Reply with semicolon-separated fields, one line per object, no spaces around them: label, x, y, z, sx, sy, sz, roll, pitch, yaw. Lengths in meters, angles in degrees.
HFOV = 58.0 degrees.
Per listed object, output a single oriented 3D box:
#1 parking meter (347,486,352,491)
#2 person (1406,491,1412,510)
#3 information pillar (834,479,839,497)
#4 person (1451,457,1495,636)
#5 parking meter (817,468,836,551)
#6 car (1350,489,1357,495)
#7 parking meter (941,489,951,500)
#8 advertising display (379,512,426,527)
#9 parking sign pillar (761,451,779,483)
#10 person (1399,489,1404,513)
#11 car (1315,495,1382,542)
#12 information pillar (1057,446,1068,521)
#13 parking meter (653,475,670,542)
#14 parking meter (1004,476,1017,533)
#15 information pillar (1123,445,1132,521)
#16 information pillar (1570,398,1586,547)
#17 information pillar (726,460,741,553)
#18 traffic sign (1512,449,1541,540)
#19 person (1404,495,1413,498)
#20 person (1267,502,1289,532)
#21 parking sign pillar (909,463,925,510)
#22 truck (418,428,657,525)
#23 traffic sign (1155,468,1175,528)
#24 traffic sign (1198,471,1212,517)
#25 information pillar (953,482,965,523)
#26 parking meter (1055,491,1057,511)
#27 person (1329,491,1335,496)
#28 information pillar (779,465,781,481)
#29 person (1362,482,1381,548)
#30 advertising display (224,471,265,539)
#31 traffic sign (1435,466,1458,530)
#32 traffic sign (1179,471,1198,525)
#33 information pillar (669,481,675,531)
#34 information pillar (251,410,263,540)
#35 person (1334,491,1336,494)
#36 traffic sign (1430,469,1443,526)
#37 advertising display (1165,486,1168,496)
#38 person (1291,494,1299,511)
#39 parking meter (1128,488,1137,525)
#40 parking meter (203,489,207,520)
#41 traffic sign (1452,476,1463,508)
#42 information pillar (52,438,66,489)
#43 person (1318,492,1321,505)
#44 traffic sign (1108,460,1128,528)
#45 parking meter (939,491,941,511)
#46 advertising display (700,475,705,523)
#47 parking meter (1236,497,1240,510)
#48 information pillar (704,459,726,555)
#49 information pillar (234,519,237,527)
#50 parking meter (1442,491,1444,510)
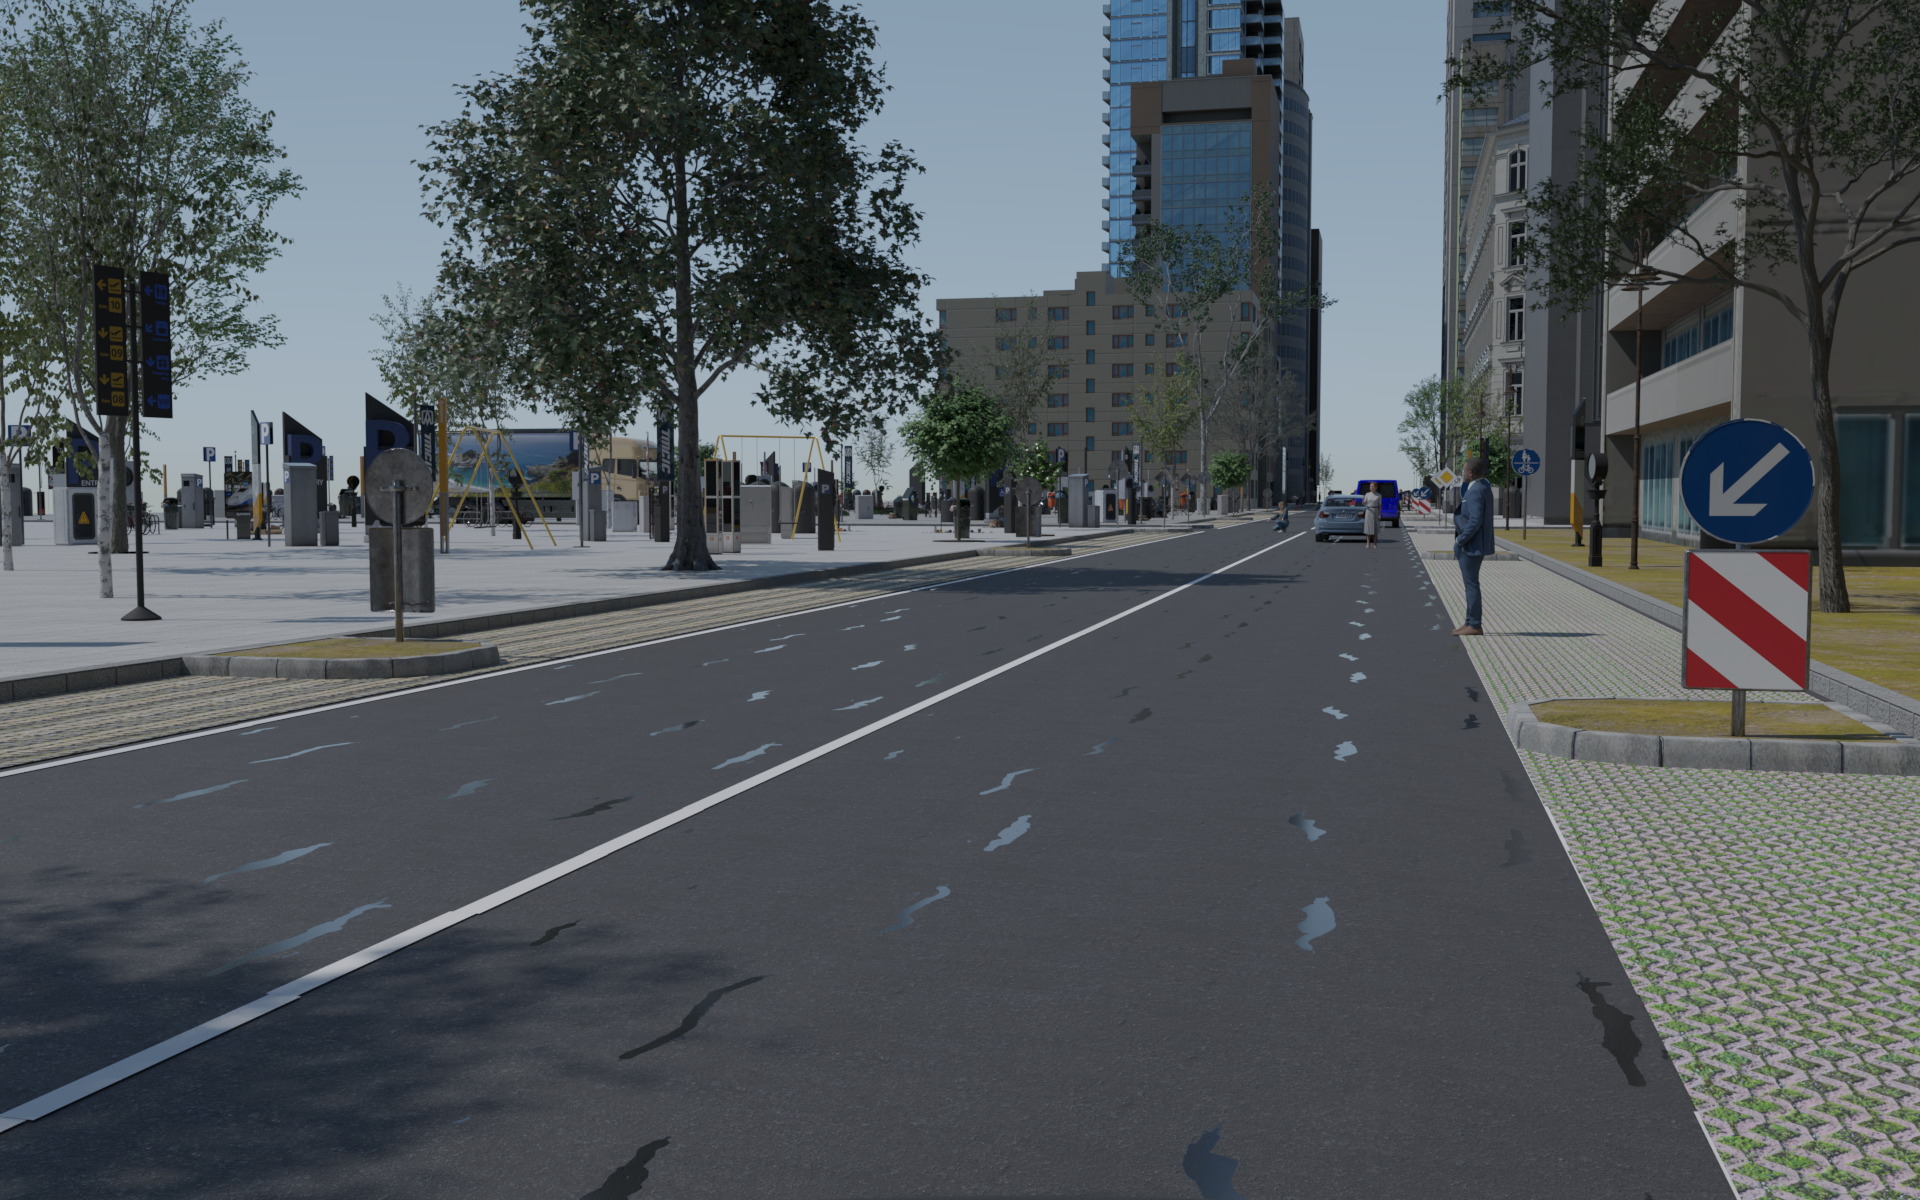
parking meter;-43.080;-7.131;122.309;0.255;1.863;0.399;-2;4;-33
person;40.670;-9.014;156.603;0.721;1.735;1.217;3;5;41
information pillar;-6.093;-4.879;84.267;0.304;2.012;0.304;1;4;19
person;5.186;-0.539;17.494;0.419;1.800;0.721;1;4;19
parking meter;-3.015;-2.049;39.215;0.399;1.863;0.255;0;4;4
car;28.402;-6.888;121.294;2.281;1.827;5.304;1;4;16
parking meter;-0.617;-4.847;87.658;0.372;1.533;0.369;0;3;0
advertising display;-12.130;-1.985;37.665;0.974;1.923;0.123;-1;4;-20
parking sign pillar;-11.999;-7.385;109.218;1.447;3.967;1.447;3;5;44
person;30.800;-6.868;121.024;0.641;1.798;0.478;-1;4;-22
car;11.808;-2.495;52.801;2.014;1.417;4.499;1;4;16
information pillar;4.962;-5.644;83.628;0.504;3.616;0.183;0;4;7
parking meter;-7.953;-2.473;46.144;0.255;1.863;0.399;3;4;38
parking meter;1.653;-3.111;56.579;0.255;1.863;0.399;-3;5;-43
information pillar;8.084;-5.626;83.332;0.183;3.616;0.504;-2;4;-32
information pillar;15.055;-3.109;42.181;0.504;3.616;0.183;-3;5;-42
information pillar;-4.954;-2.020;37.521;0.304;2.012;0.304;2;4;28
traffic sign;15.855;-2.964;48.560;0.768;2.556;0.104;1;4;18
person;52.897;-11.980;204.389;1.348;1.823;0.705;3;5;41
person;11.971;-3.099;64.660;0.738;1.151;1.012;-1;4;-11
parking sign pillar;-3.212;-8.671;130.241;1.447;3.967;1.447;3;5;41
truck;-17.816;-5.270;75.084;11.283;4.237;2.839;1;4;14
traffic sign;7.699;-3.760;65.115;0.795;2.450;0.064;1;4;14
traffic sign;13.466;-5.829;95.404;0.768;2.556;0.104;1;4;20
information pillar;-0.053;-5.155;75.631;0.504;3.616;0.183;0;4;-7
parking meter;7.593;-7.759;135.278;0.372;1.533;0.369;0;3;0
person;32.468;-8.652;150.890;0.756;1.711;0.436;-1;4;-13
information pillar;-14.668;-9.085;139.894;0.504;3.616;0.183;1;4;20
person;10.900;-2.250;45.865;0.480;1.755;0.524;1;4;17
advertising display;-20.384;-2.693;49.246;0.974;1.923;0.123;-1;4;-19
traffic sign;17.591;-3.609;62.652;0.795;2.450;0.064;1;4;14
traffic sign;9.620;-4.234;72.867;0.795;2.450;0.064;1;4;14
information pillar;-10.247;-3.453;60.944;0.304;2.012;0.304;1;4;19
information pillar;-19.534;-3.470;48.090;0.183;3.616;0.504;-3;5;-41
person;49.378;-13.462;228.545;1.348;1.831;0.705;3;5;40
traffic sign;19.511;-4.083;70.404;0.795;2.450;0.064;1;4;14
advertising display;16.918;-8.364;141.963;0.123;1.923;0.974;1;4;19
person;28.935;-8.438;149.657;0.628;1.438;0.799;3;5;43
parking meter;7.224;-3.931;72.682;0.372;1.533;0.369;0;3;0
parking meter;-37.223;-4.688;85.053;0.372;1.533;0.369;0;3;0
traffic sign;28.311;-5.903;98.641;0.606;2.300;0.079;1;4;19
information pillar;-36.906;-4.872;71.006;0.504;3.616;0.183;0;4;-5
person;43.918;-12.358;211.472;0.530;1.710;0.541;3;4;38
traffic sign;5.908;-3.963;64.896;0.768;2.556;0.104;1;4;17
parking meter;-1.375;-7.386;129.176;0.372;1.533;0.369;0;3;0
advertising display;-8.508;-3.283;58.896;0.974;1.923;0.123;-1;4;-20
parking meter;22.278;-7.988;139.008;0.372;1.533;0.369;0;3;0
information pillar;-5.207;-1.964;36.606;0.304;2.012;0.304;1;4;10
information pillar;-27.787;-3.806;66.725;0.304;2.012;0.304;-1;4;-9
parking meter;37.938;-7.781;135.627;0.372;1.533;0.369;0;3;0
